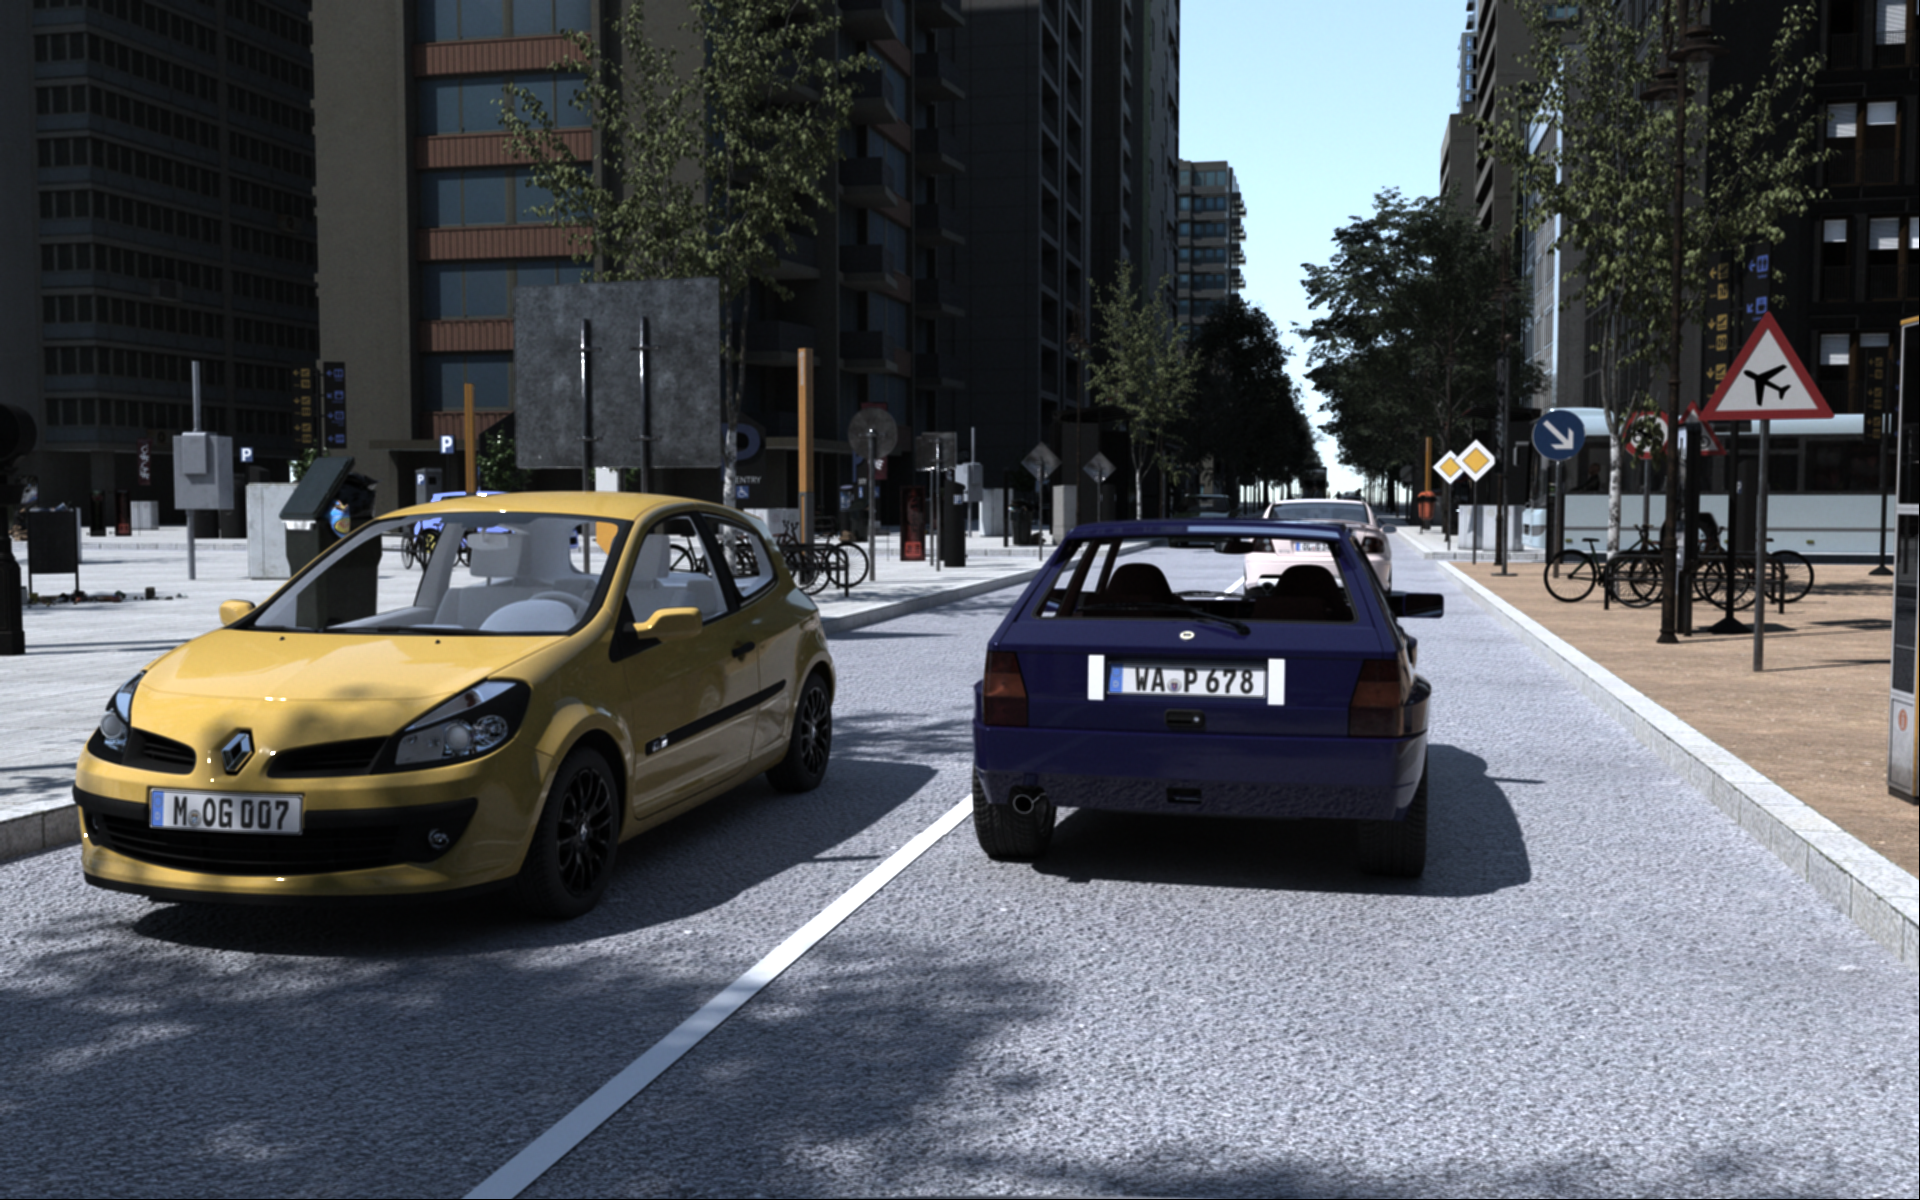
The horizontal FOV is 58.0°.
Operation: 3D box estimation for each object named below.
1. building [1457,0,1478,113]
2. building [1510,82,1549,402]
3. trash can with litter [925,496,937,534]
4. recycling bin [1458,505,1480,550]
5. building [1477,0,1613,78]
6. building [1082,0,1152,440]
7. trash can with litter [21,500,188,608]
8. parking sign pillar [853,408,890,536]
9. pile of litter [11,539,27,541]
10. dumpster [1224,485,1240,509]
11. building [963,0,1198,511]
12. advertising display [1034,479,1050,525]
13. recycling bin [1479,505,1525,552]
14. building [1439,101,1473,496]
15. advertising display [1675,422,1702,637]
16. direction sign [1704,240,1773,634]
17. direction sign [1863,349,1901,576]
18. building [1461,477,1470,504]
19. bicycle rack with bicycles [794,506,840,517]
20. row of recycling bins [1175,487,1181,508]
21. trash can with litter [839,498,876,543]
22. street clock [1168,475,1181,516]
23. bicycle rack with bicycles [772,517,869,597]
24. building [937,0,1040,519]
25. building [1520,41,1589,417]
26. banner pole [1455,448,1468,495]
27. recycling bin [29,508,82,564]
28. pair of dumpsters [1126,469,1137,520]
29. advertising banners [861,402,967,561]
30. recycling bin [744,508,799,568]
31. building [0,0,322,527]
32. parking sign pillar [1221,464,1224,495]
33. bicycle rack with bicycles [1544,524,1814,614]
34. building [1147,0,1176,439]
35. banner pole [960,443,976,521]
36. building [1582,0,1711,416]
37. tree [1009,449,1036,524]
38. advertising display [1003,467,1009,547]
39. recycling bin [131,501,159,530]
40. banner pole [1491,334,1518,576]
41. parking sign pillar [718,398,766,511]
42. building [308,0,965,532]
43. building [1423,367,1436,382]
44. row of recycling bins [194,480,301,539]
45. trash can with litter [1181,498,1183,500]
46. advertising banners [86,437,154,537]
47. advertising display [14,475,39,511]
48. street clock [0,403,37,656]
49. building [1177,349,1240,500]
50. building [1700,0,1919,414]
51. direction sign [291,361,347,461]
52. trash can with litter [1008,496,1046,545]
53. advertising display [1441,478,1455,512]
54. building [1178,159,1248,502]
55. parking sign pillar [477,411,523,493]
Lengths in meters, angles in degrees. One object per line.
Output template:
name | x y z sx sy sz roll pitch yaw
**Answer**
building | 75.896 -56.291 233.036 22.319 86.520 31.000 1 4 13
building | 46.476 -21.531 123.730 14.160 30.474 14.107 1 4 13
trash can with litter | -0.768 -2.755 56.109 1.678 1.210 2.233 2 4 31
recycling bin | 12.017 -1.683 40.066 0.722 1.027 0.722 -1 4 -14
building | 53.434 -31.591 140.210 21.300 48.544 21.600 1 4 13
building | 5.908 -26.969 124.531 14.154 41.232 14.086 1 4 13
trash can with litter | -10.356 -0.586 20.641 2.233 1.210 1.678 -3 4 -38
parking sign pillar | -2.894 -3.990 53.716 1.447 3.967 1.447 -2 4 -24
pile of litter | -25.650 -2.078 47.932 1.176 0.858 1.719 2 4 27
dumpster | 17.733 -6.619 113.973 1.264 1.857 1.865 1 4 13
building | 12.790 -44.630 167.950 20.563 71.187 20.611 1 4 13
advertising display | 3.592 -4.096 72.189 0.974 1.923 0.123 1 4 15
recycling bin | 12.154 -1.601 38.725 0.722 1.027 0.722 2 4 35
building | 69.125 -35.778 208.675 21.300 48.544 21.600 1 4 13
advertising display | 6.663 -0.658 15.980 0.123 1.923 0.974 1 4 13
direction sign | 7.142 -1.466 15.972 0.379 3.537 0.876 -1 4 -13
direction sign | 14.600 -2.160 27.321 0.876 3.537 0.379 -1 4 -17
building | 64.101 -28.717 161.402 32.217 40.220 23.993 1 4 13
bicycle rack with bicycles | -4.409 -2.288 50.795 2.925 0.926 2.852 0 4 1
row of recycling bins | 8.924 -4.229 76.260 1.069 1.692 3.534 1 4 22
trash can with litter | -2.741 -2.114 45.950 0.624 1.170 1.055 2 4 29
street clock | 8.130 -3.741 65.737 0.471 2.002 0.358 0 4 8
bicycle rack with bicycles | -2.581 -0.560 22.537 2.925 0.926 2.852 0 4 -6
building | -1.592 -40.331 97.661 20.563 71.187 20.611 1 4 13
building | 39.540 -17.216 99.497 12.078 24.808 19.932 1 4 13
banner pole | 24.198 -5.736 83.803 0.863 3.779 0.401 3 5 40
recycling bin | -16.601 -1.176 31.785 0.722 1.027 0.722 -3 5 -40
pair of dumpsters | 5.219 -3.574 60.931 1.574 2.255 4.437 1 4 13
advertising banners | -0.874 -2.257 33.090 2.074 3.025 0.090 -1 4 -14
recycling bin | -3.269 -1.071 30.063 0.722 1.027 0.722 -3 5 -43
building | -43.354 -23.439 75.103 23.993 40.220 32.217 1 4 13
parking sign pillar | 16.563 -7.466 110.533 1.447 3.967 1.447 1 4 14
bicycle rack with bicycles | 8.224 -0.396 19.850 2.925 0.926 2.852 2 4 24
building | 3.623 -34.050 145.948 28.713 52.752 27.495 1 4 13
banner pole | 0.377 -5.746 83.959 0.863 3.779 0.401 0 4 -2
building | 36.818 -17.372 77.541 14.314 27.812 24.014 1 4 13
tree | 2.725 -4.878 74.353 1.663 3.219 1.824 0 3 0
advertising display | 1.124 -2.269 42.305 0.123 1.923 0.974 0 4 1
recycling bin | -29.119 -3.016 61.871 0.722 1.027 0.722 0 4 -6
banner pole | 8.430 -2.257 26.926 0.401 3.779 0.863 2 4 34
parking sign pillar | -5.987 -3.618 47.629 1.447 3.967 1.447 0 4 -6
building | -12.179 -25.243 67.344 22.147 44.769 28.867 1 4 13
building | 76.006 -29.730 257.788 14.160 30.474 14.107 1 4 13
row of recycling bins | -20.544 -2.640 50.277 3.534 1.692 1.069 0 4 -4
trash can with litter | 10.696 -4.521 85.306 0.624 1.170 1.055 3 5 39
advertising banners | -25.657 -3.473 52.964 0.090 3.025 2.074 3 5 41
advertising display | -32.066 -3.322 59.530 0.123 1.923 0.974 1 4 12
street clock | -7.609 -0.563 13.772 0.471 2.002 0.358 0 4 1
building | 21.188 -23.098 222.685 27.650 21.520 28.899 1 4 13
building | 30.534 -13.375 48.359 15.834 23.373 12.332 1 4 13
direction sign | -10.977 -2.307 29.711 0.876 3.537 0.379 -1 4 -11
trash can with litter | 1.667 -1.971 43.616 0.624 1.170 1.055 3 5 39
advertising display | 17.723 -3.528 62.900 0.123 1.923 0.974 3 4 36
building | 29.734 -38.595 250.630 23.786 49.044 30.456 1 4 13
parking sign pillar | -14.106 -3.954 53.121 1.447 3.967 1.447 -2 4 -27
